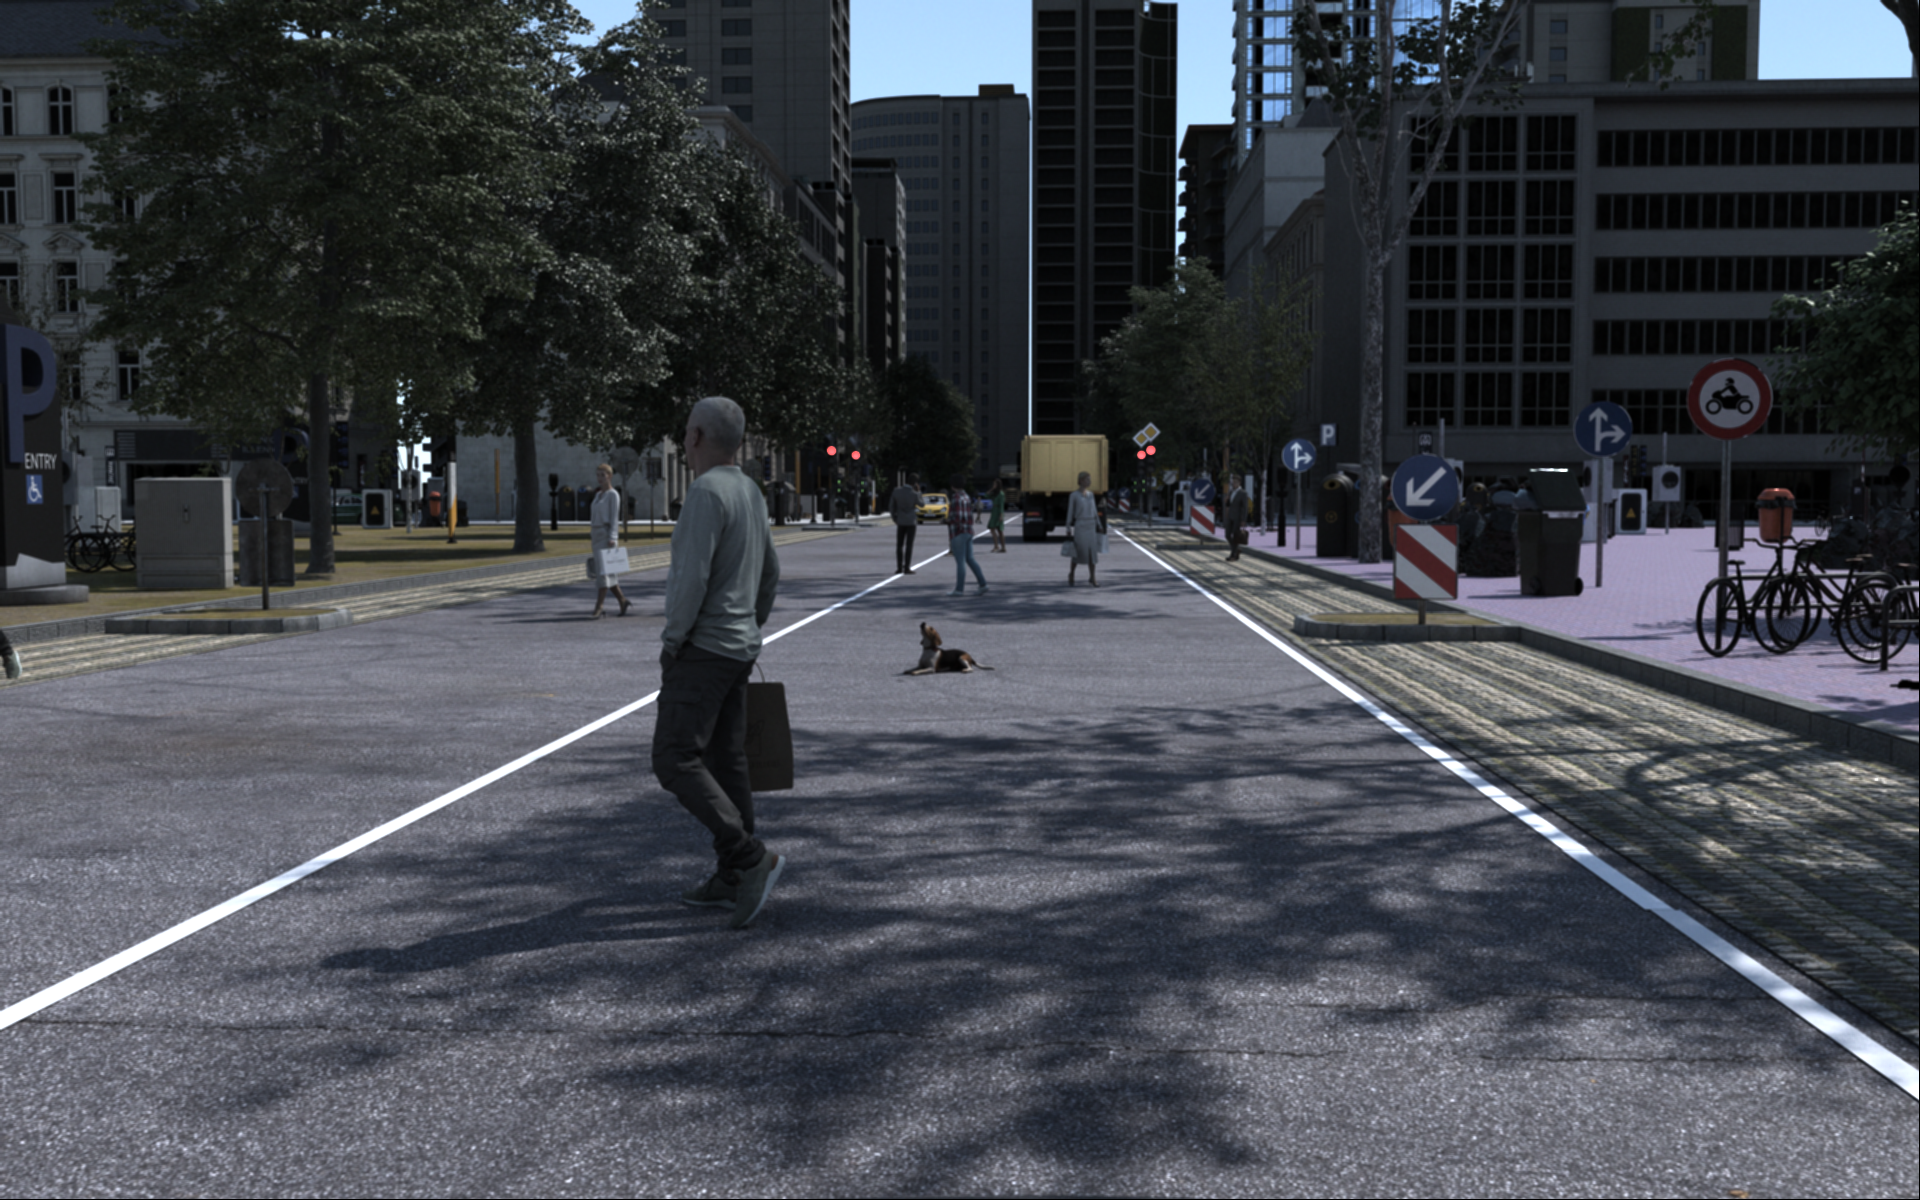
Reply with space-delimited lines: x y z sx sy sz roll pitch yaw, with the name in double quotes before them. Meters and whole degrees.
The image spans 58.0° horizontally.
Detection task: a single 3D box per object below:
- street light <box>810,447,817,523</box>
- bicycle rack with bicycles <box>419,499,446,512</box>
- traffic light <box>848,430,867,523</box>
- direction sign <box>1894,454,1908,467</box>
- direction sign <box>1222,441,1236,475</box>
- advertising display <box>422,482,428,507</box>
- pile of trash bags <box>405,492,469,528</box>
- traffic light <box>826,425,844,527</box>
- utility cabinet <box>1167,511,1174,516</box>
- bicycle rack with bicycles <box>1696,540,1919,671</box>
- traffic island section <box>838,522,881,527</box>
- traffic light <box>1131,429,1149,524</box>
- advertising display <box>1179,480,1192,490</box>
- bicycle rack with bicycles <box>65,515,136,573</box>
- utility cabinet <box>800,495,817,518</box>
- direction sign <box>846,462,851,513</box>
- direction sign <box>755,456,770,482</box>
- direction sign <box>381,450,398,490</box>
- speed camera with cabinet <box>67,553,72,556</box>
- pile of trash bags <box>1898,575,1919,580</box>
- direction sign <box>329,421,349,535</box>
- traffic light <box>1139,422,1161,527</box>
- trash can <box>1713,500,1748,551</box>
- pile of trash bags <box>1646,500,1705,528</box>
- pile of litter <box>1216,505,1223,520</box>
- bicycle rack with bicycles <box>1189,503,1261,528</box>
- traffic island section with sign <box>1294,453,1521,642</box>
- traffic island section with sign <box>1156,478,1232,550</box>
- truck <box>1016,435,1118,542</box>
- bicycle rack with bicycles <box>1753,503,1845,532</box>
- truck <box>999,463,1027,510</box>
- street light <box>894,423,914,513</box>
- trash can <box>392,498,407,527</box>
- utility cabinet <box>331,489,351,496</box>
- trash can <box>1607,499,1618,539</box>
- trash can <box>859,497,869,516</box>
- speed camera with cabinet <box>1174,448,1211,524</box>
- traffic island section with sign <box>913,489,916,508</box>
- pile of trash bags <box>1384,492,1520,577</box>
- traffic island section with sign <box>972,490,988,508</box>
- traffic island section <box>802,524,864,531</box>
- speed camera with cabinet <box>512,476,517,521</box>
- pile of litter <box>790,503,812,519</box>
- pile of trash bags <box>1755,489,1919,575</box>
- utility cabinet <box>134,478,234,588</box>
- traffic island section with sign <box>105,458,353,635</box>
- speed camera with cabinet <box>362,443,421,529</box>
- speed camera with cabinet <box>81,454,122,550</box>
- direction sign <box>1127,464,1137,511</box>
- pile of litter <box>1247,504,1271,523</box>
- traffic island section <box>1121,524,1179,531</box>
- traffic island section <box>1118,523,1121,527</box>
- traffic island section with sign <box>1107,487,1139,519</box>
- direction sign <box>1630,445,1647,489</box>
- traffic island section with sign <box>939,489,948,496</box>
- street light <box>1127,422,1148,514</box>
"street light" -5.923 -6.335 76.120 1.470 5.913 1.316 0 4 3
"bicycle rack with bicycles" -41.949 -7.476 135.608 2.852 0.926 2.925 3 5 43
"traffic light" -4.523 -5.335 76.147 0.839 4.253 0.868 0 4 3
"direction sign" 41.330 -5.147 76.154 0.379 3.537 0.876 0 4 -5
"direction sign" 11.575 -5.049 74.547 0.379 3.537 0.876 -2 4 -30
"advertising display" -29.600 -5.567 96.236 0.123 1.923 0.974 0 4 7
"pile of trash bags" -20.013 -3.493 66.861 1.912 1.369 3.447 -1 4 -8
"traffic light" -4.995 -4.847 68.176 0.839 4.253 0.868 0 4 3
"utility cabinet" 12.550 -5.538 101.716 0.306 1.237 1.020 2 4 35
"bicycle rack with bicycles" 7.147 -0.021 13.733 2.925 0.926 2.852 -1 4 -14
"traffic island section" -4.563 -3.303 76.284 2.009 0.180 2.903 0 4 3
"traffic light" 7.867 -5.291 75.431 0.839 4.253 0.868 0 4 3
"advertising display" 10.162 -4.441 77.826 0.123 1.923 0.974 -2 4 -29
"bicycle rack with bicycles" -14.170 -0.967 29.193 2.925 0.926 2.852 -1 4 -8
"utility cabinet" -8.097 -4.946 92.024 1.020 1.237 0.306 2 4 31
"direction sign" -7.602 -7.712 118.095 0.379 3.537 0.876 1 4 10
"direction sign" -11.761 -6.808 103.311 0.876 3.537 0.379 -1 4 -21
"direction sign" -29.461 -5.963 89.498 0.876 3.537 0.379 0 4 3
"speed camera with cabinet" -19.216 -2.512 35.413 2.038 3.252 0.660 -1 4 -19
"pile of trash bags" 15.754 -0.977 25.734 3.447 1.369 1.912 0 4 -4
"direction sign" -19.401 -3.774 53.704 0.876 3.537 0.379 -1 4 -12
"traffic light" 7.395 -4.804 67.460 0.839 4.253 0.868 0 4 3
"trash can" 17.541 -1.701 39.464 0.748 1.137 0.748 0 3 0
"pile of trash bags" 26.285 -3.415 65.596 3.447 1.369 1.912 -1 4 -16
"pile of litter" 13.306 -4.481 87.229 1.719 0.858 1.176 0 4 6
"bicycle rack with bicycles" 10.064 -3.230 66.199 2.925 0.926 2.852 0 4 -1
"traffic island section with sign" 4.481 -0.555 17.697 1.989 1.847 2.006 0 4 3
"traffic island section with sign" 6.082 -2.205 44.687 1.989 1.847 2.006 0 4 3
"truck" 3.404 -3.648 55.576 3.469 3.379 9.791 0 4 4
"bicycle rack with bicycles" 25.832 -2.434 53.171 2.852 0.926 2.925 3 4 37
"truck" 4.814 -10.334 157.870 2.839 4.237 11.283 0 4 3
"street light" -3.714 -8.618 113.449 1.470 5.913 1.316 0 4 3
"trash can" -21.955 -3.437 67.849 0.748 1.137 0.748 0 3 0
"utility cabinet" -27.871 -4.216 77.603 1.173 1.500 0.318 0 4 8
"trash can" 18.573 -2.342 49.946 0.748 1.137 0.748 0 3 0
"trash can" -5.642 -5.517 101.854 0.748 1.137 0.748 0 3 0
"speed camera with cabinet" 10.094 -4.950 75.267 0.660 3.252 2.038 -2 4 -26
"traffic island section with sign" -2.778 -5.639 100.825 1.989 1.847 2.006 0 4 3
"pile of trash bags" 7.873 -1.073 27.289 3.447 1.369 1.912 -3 5 -40
"traffic island section with sign" 1.806 -10.376 178.269 1.989 1.847 2.006 0 4 3
"traffic island section" -5.035 -2.815 68.313 2.009 0.180 2.903 0 4 3
"speed camera with cabinet" -21.126 -5.430 83.111 0.660 3.252 2.038 -1 4 -19
"pile of litter" -8.217 -4.679 90.461 1.176 0.858 1.719 3 4 38
"pile of trash bags" 15.212 -1.194 29.282 3.447 1.369 1.912 0 4 1
"utility cabinet" -10.438 -0.894 23.294 1.173 1.500 0.318 0 4 -2
"traffic island section with sign" -7.659 -0.604 18.497 1.989 1.847 2.006 0 4 3
"speed camera with cabinet" -21.009 -4.261 64.006 2.038 3.252 0.660 -1 4 -10
"speed camera with cabinet" -20.108 -2.790 39.950 2.038 3.252 0.660 3 5 40
"direction sign" 13.101 -8.551 131.813 0.876 3.537 0.379 -1 4 -19
"pile of litter" 13.133 -3.891 77.578 1.719 0.858 1.176 1 4 13
"traffic island section" 7.435 -2.770 67.572 2.009 0.180 2.903 0 4 3
"traffic island section" 7.907 -3.258 75.543 2.009 0.180 2.903 0 4 3
"traffic island section with sign" 9.359 -5.595 100.099 1.989 1.847 2.006 0 4 3
"direction sign" 31.438 -5.403 80.330 0.876 3.537 0.379 -1 4 -19
"traffic island section with sign" -1.141 -7.319 128.289 1.989 1.847 2.006 0 4 3
"street light" 11.493 -8.538 112.144 1.470 5.913 1.316 0 4 3
